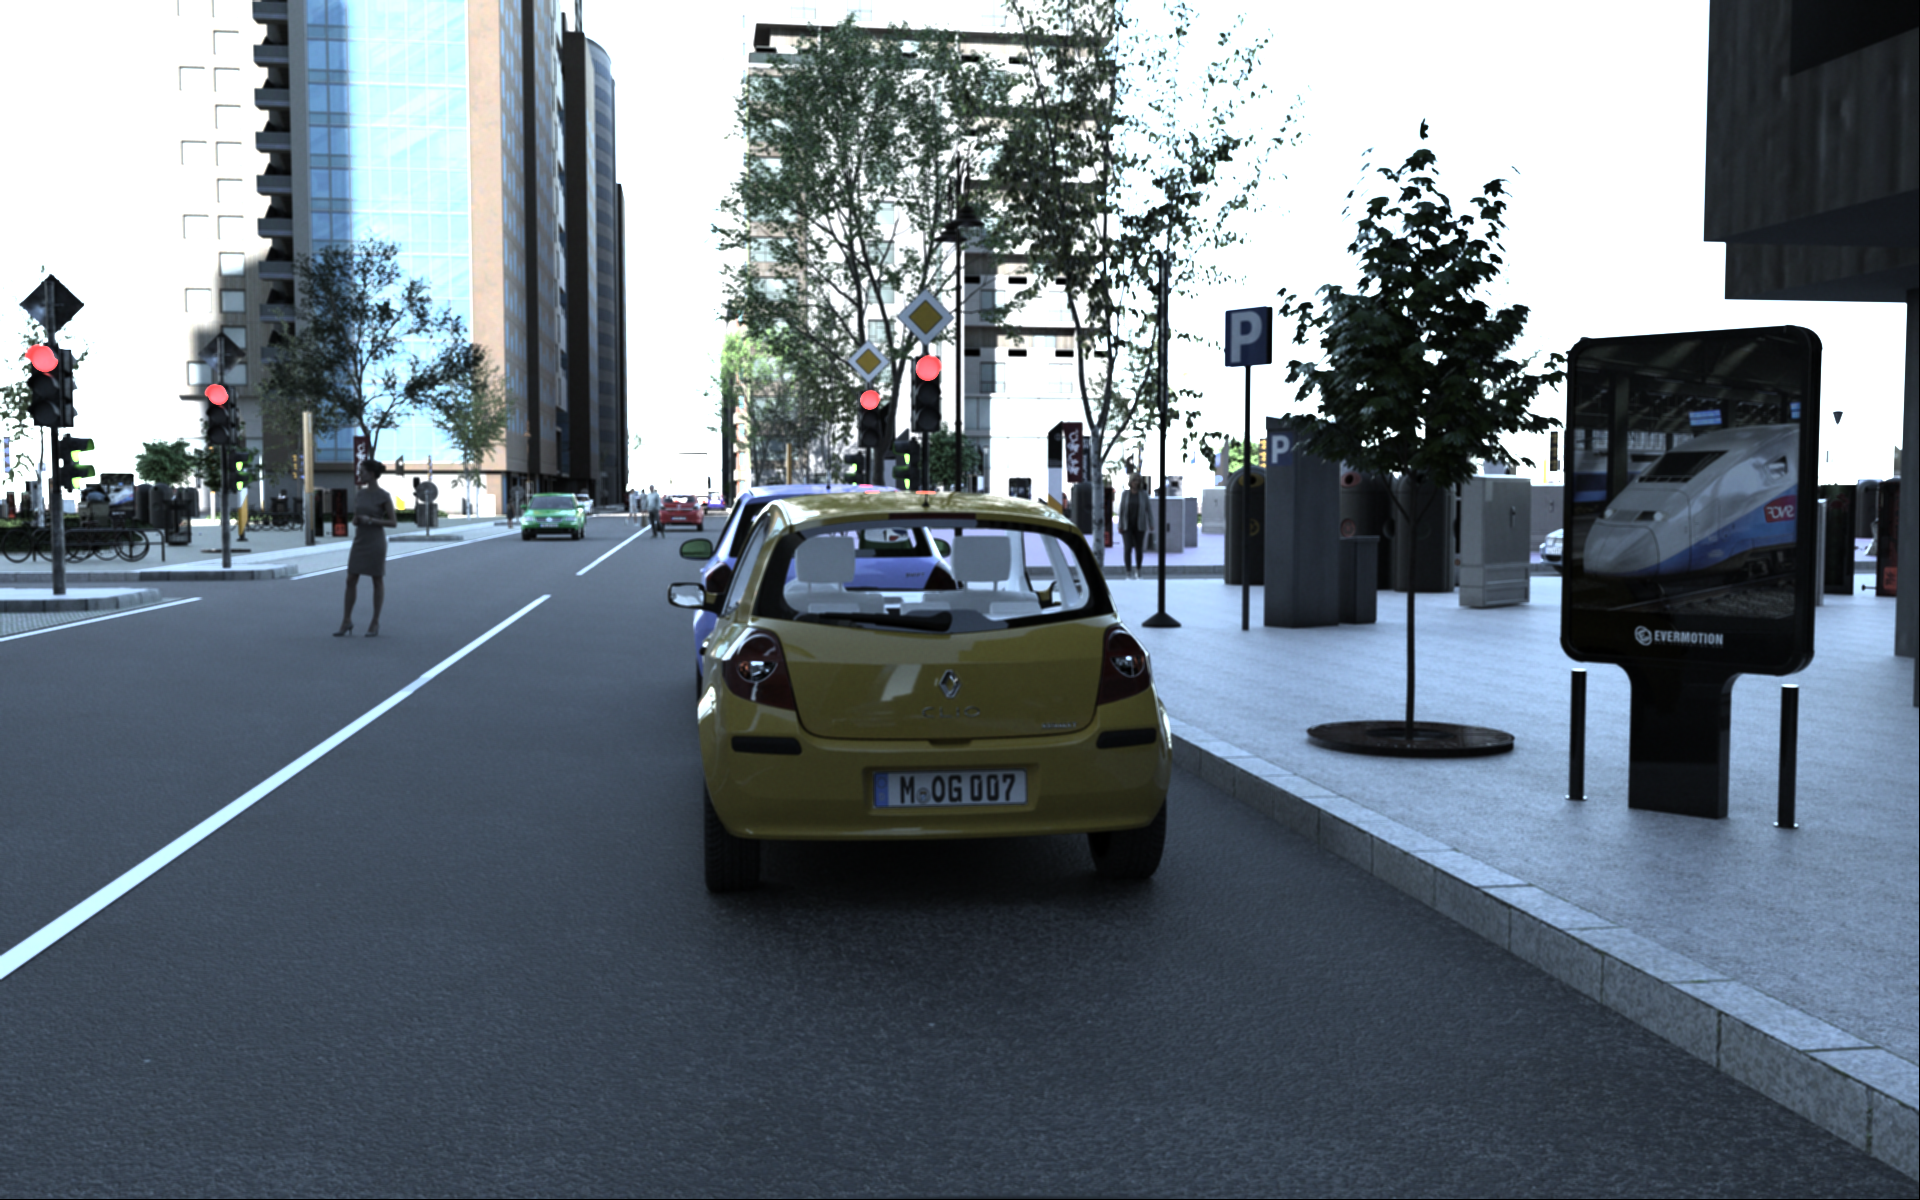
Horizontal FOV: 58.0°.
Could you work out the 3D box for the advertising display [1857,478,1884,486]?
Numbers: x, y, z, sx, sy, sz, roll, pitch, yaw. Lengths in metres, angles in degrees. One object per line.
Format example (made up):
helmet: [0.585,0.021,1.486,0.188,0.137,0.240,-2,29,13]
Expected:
advertising display: [36.819,-3.970,70.119,0.974,1.923,0.123,1,4,13]

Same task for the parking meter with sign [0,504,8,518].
parking meter with sign: [-40.486,-4.647,72.235,0.543,3.016,1.738,0,4,7]

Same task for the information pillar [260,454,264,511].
information pillar: [-40.778,-6.717,101.178,0.183,3.616,0.504,-2,4,-28]

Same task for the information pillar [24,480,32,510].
information pillar: [-49.531,-5.357,92.075,0.304,2.012,0.304,-2,4,-30]

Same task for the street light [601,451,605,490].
street light: [-38.743,-13.152,187.819,0.468,5.910,1.993,-1,4,-9]

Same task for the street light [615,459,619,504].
street light: [-43.875,-15.199,221.288,0.468,5.910,1.993,-1,4,-9]

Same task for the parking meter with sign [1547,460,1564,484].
parking meter with sign: [30.440,-5.655,88.718,0.543,3.016,1.738,-1,4,-12]

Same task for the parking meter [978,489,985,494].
parking meter: [0.946,-4.373,79.904,0.372,1.533,0.369,0,3,0]

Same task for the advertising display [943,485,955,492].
advertising display: [-0.554,-5.459,94.464,0.123,1.923,0.974,-3,5,-41]

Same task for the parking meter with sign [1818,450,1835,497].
parking meter with sign: [33.575,-4.422,68.564,0.543,3.016,1.738,-3,4,-38]

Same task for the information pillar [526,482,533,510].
information pillar: [-25.388,-5.975,102.175,0.304,2.012,0.304,-3,5,-42]

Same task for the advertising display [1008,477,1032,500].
advertising display: [2.326,-3.785,67.106,0.974,1.923,0.123,-2,4,-27]

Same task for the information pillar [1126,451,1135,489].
information pillar: [9.345,-6.335,94.935,0.504,3.616,0.183,1,4,8]

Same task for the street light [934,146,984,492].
street light: [-0.022,-3.100,23.475,0.468,5.910,1.993,-1,4,-9]

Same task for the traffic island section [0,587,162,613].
traffic island section: [-11.568,0.004,22.216,2.009,0.180,2.903,-1,4,-9]

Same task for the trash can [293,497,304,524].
trash can: [-28.316,-3.841,74.448,0.748,1.137,0.748,0,3,0]

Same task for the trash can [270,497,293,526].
trash can: [-27.070,-3.503,68.923,0.748,1.137,0.748,0,3,0]

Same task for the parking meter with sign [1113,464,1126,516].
parking meter with sign: [9.258,-6.325,99.668,0.543,3.016,1.738,3,5,40]

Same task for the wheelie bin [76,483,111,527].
wheelie bin: [-24.217,-2.478,48.418,0.980,1.594,0.693,2,4,28]

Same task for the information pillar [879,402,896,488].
information pillar: [-1.767,-3.074,41.610,0.504,3.616,0.183,0,4,-7]

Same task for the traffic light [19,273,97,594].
traffic light: [-11.527,-2.029,22.087,0.839,4.253,0.868,-1,4,-9]

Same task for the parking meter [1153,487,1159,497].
parking meter: [6.221,-2.802,54.221,0.372,1.533,0.369,0,3,0]

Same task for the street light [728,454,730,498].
street light: [-26.214,-13.691,196.642,0.468,5.910,1.993,-1,4,-9]

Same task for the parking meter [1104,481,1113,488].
parking meter: [6.654,-4.421,77.999,0.399,1.863,0.255,3,5,43]

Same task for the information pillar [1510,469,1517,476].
information pillar: [34.231,-7.086,107.215,0.504,3.616,0.183,3,4,38]

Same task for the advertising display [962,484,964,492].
advertising display: [-0.229,-5.542,95.827,0.974,1.923,0.123,-2,4,-27]

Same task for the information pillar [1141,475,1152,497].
information pillar: [7.114,-3.766,66.064,0.304,2.012,0.304,2,4,35]

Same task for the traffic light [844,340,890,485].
traffic light: [-1.692,-2.614,31.666,0.839,4.253,0.868,-1,4,-9]

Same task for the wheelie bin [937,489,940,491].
wheelie bin: [-1.466,-5.958,105.327,0.980,1.594,0.693,-3,5,-41]

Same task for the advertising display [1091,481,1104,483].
advertising display: [6.517,-4.629,80.895,0.974,1.923,0.123,3,5,41]

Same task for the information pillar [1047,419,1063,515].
information pillar: [2.998,-3.853,54.352,0.504,3.616,0.183,0,4,-5]

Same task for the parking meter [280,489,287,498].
parking meter: [-37.516,-5.360,96.040,0.372,1.533,0.369,0,3,0]

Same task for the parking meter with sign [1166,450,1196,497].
parking meter with sign: [8.483,-4.440,68.856,1.738,3.016,0.543,-1,4,-22]

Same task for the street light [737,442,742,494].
street light: [-18.829,-10.711,147.910,0.468,5.910,1.993,-1,4,-9]

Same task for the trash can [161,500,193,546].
trash can: [-19.488,-1.925,43.134,0.748,1.137,0.748,0,3,0]

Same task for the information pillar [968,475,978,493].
information pillar: [0.500,-3.848,67.405,0.304,2.012,0.304,-1,4,-22]

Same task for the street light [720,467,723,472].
street light: [-31.335,-15.739,230.112,0.468,5.910,1.993,-1,4,-9]

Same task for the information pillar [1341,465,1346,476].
information pillar: [7.726,-2.637,34.462,0.504,3.616,0.183,0,4,-3]

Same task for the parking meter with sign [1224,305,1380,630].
parking meter with sign: [3.351,-1.254,16.770,1.738,3.016,0.543,-3,4,-38]

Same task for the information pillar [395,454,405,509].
information pillar: [-32.481,-6.676,100.512,0.504,3.616,0.183,0,4,6]

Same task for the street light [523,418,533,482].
street light: [-26.434,-8.150,106.045,0.468,5.910,1.993,-1,4,-9]

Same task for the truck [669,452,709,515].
truck: [-18.819,-8.046,120.464,2.839,4.237,11.283,-1,4,-9]

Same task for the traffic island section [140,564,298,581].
traffic island section: [-12.766,-0.479,30.111,2.009,0.180,2.903,-1,4,-9]

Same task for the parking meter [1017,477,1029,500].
parking meter: [2.153,-3.277,59.293,0.399,1.863,0.255,1,4,22]

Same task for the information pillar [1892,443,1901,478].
information pillar: [43.294,-5.421,79.992,0.183,3.616,0.504,-2,4,-30]

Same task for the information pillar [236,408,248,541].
information pillar: [-19.612,-3.421,47.295,0.183,3.616,0.504,0,4,-2]

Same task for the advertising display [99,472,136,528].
advertising display: [-25.062,-2.833,51.532,0.123,1.923,0.974,3,5,45]

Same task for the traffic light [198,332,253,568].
traffic light: [-12.725,-2.511,29.982,0.839,4.253,0.868,-1,4,-9]

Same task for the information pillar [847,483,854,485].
information pillar: [-5.286,-4.849,83.778,0.304,2.012,0.304,0,4,7]

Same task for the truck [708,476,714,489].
truck: [-36.881,-15.794,247.997,2.967,4.110,18.799,0,4,-7]

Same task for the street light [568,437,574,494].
street light: [-31.470,-10.230,140.052,0.468,5.910,1.993,-1,4,-9]

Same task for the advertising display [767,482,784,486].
advertising display: [-9.932,-5.385,93.263,0.974,1.923,0.123,-2,4,-23]

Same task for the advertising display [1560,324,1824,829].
advertising display: [2.893,-0.105,6.925,0.123,1.923,0.974,-3,5,-44]

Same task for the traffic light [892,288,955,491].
traffic light: [-0.494,-2.131,23.771,0.839,4.253,0.868,-1,4,-9]

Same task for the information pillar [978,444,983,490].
information pillar: [0.968,-5.493,81.161,0.183,3.616,0.504,-1,4,-21]

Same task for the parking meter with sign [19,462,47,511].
parking meter with sign: [-50.152,-5.957,93.651,0.543,3.016,1.738,0,4,7]

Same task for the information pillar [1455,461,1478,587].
information pillar: [6.986,-1.198,24.078,0.304,2.012,0.304,3,5,39]
